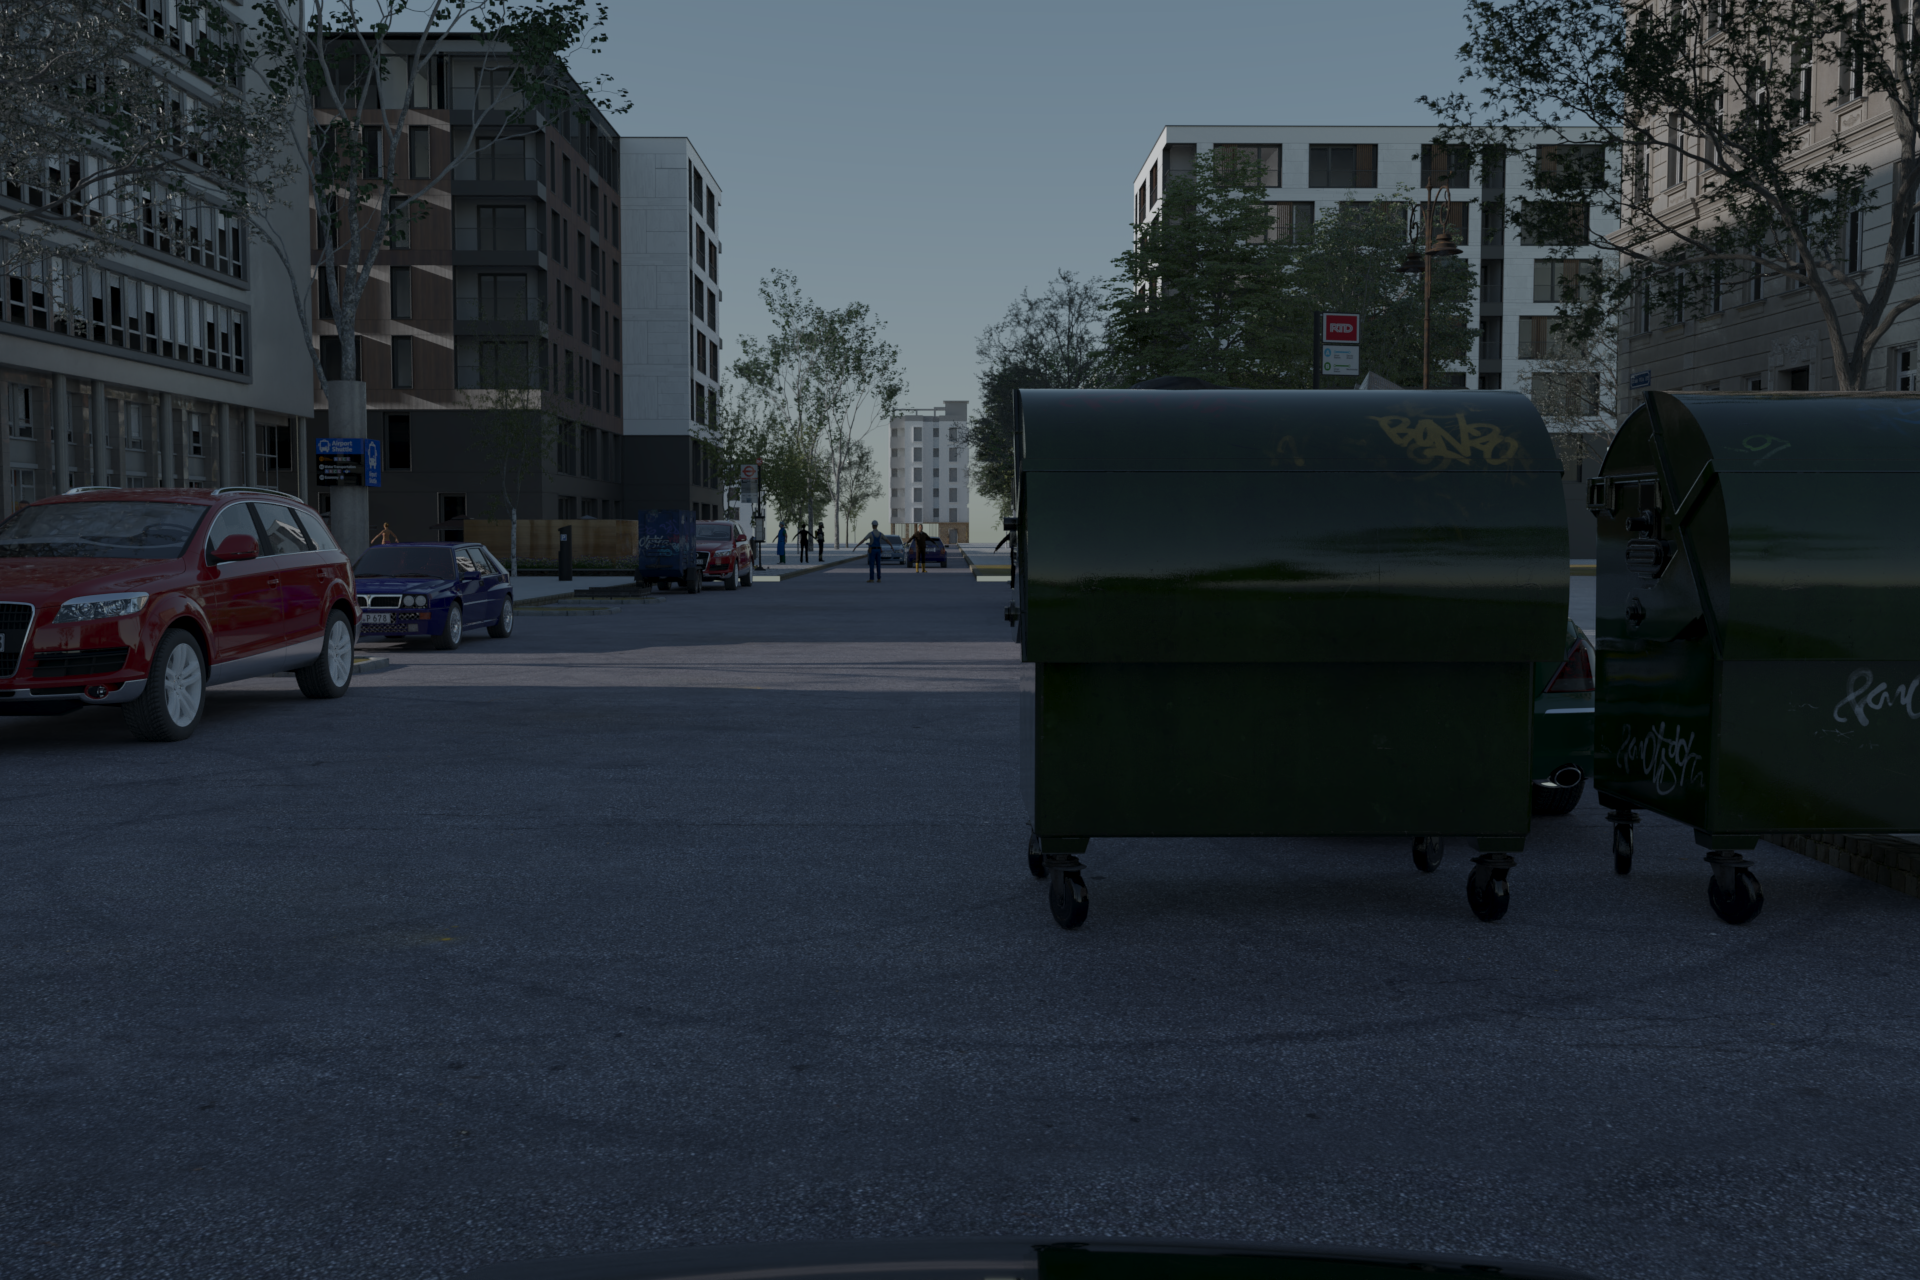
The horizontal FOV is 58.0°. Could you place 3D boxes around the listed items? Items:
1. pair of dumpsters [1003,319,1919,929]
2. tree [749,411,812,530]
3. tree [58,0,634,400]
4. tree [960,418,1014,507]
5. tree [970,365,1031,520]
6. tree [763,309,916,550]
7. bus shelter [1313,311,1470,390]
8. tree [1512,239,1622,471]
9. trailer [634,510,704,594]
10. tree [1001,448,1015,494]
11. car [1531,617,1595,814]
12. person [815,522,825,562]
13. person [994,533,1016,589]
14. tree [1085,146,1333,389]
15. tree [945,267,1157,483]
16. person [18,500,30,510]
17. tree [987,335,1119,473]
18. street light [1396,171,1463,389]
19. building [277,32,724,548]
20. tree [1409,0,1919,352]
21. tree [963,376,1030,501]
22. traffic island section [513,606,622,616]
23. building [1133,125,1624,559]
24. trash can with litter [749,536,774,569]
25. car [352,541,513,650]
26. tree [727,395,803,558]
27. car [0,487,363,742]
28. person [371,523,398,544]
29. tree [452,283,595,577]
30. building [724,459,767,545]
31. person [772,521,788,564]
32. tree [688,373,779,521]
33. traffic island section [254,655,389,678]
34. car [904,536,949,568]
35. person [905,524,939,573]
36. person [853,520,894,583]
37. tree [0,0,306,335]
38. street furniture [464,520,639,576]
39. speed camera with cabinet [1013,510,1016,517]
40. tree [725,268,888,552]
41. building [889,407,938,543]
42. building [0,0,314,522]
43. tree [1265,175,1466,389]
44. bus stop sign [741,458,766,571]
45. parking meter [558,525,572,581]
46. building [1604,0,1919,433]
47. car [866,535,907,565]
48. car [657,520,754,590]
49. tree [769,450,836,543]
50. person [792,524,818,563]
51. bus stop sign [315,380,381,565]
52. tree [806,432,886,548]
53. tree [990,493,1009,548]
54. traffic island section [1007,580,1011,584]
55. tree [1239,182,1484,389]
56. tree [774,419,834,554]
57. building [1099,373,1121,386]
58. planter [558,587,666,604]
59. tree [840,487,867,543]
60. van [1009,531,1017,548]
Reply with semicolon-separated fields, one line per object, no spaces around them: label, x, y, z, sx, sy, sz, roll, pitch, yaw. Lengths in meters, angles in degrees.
pair of dumpsters;2.386;-0.112;6.790;4.436;2.255;1.574;0;4;-1
tree;-10.569;-9.342;103.105;4.737;8.622;4.395;0;3;0
tree;-13.685;-11.219;39.314;12.611;20.169;13.585;0;3;0
tree;5.036;-14.479;147.105;12.009;13.543;11.850;0;3;0
tree;5.235;-13.436;126.335;9.857;13.997;8.962;0;3;0
tree;-9.938;-17.631;144.161;12.611;20.169;13.585;0;3;0
bus shelter;6.198;-3.137;28.929;2.179;5.291;8.768;0;4;0
tree;27.028;-9.690;68.809;12.009;13.543;11.850;0;3;0
trailer;-7.014;-2.080;41.064;1.471;1.999;3.904;0;4;0
tree;4.407;-9.666;108.393;4.737;8.622;4.395;0;3;0
car;2.239;0.092;10.293;2.131;1.459;4.920;0;4;0
person;-6.422;-4.560;80.343;0.705;1.856;1.354;0;4;-2
person;1.522;-2.272;45.537;1.347;1.837;0.705;1;4;15
tree;7.450;-8.170;51.708;7.486;12.596;7.792;0;3;0
tree;4.861;-10.307;78.882;12.009;13.543;11.850;0;3;0
person;-15.426;-1.384;28.542;0.709;1.838;0.599;-1;4;-16
tree;5.014;-10.050;90.068;9.928;11.665;9.643;0;3;0
street light;6.074;-3.045;22.570;0.468;5.910;1.993;0;4;0
building;-27.919;-14.872;87.137;27.936;21.610;32.646;0;4;-1
tree;8.581;-5.025;16.577;8.767;10.594;7.601;0;4;-6
tree;4.624;-10.101;99.565;8.767;10.594;7.601;-1;4;-20
traffic island section;-7.198;-0.514;31.275;1.991;0.108;1.994;0;4;0
building;23.975;-15.864;103.359;27.936;21.610;32.646;0;4;-1
trash can with litter;-7.487;-3.227;63.813;1.678;1.210;2.233;0;4;-1
car;-7.092;-0.615;22.635;1.945;1.354;3.894;0;3;0
tree;-10.709;-8.723;92.977;4.737;8.622;4.395;0;3;0
car;-6.400;-0.303;13.624;2.281;1.827;5.304;0;4;-1
person;-23.027;-3.829;69.410;0.721;1.733;1.217;3;4;38
tree;-13.463;-6.181;51.418;4.360;8.622;3.978;0;3;0
building;-27.643;-16.260;208.000;9.099;9.664;28.070;0;3;0
person;-7.583;-4.116;73.420;0.704;1.817;1.347;-2;4;-31
tree;-10.560;-7.948;80.306;4.737;8.622;4.395;0;3;0
traffic island section;-7.179;0.280;18.286;1.991;0.108;1.994;0;4;0
car;-1.433;-3.805;74.788;1.945;1.354;3.894;0;4;-1
person;-1.450;-3.421;64.533;1.346;1.812;0.704;-1;4;-21
person;-2.530;-2.629;51.305;1.347;1.847;0.705;-2;4;-28
tree;-12.845;-6.605;18.363;12.009;13.543;11.850;0;3;0
street furniture;-11.892;-2.909;54.421;11.010;1.723;9.812;0;4;0
speed camera with cabinet;2.334;-4.298;64.603;0.660;3.252;2.038;0;4;0
tree;-12.340;-16.521;126.000;12.611;20.169;13.585;0;3;0
building;-9.905;-23.885;249.394;11.380;20.090;16.016;0;4;4
building;-32.782;-14.365;42.467;19.016;26.051;41.698;0;3;0
tree;7.838;-5.271;36.542;4.360;8.622;3.978;0;3;0
bus stop sign;-7.248;-4.408;60.768;0.855;3.939;0.416;0;4;1
parking meter;-10.822;-2.388;47.462;0.372;1.533;0.369;0;3;0
building;27.510;-15.154;45.030;12.463;27.353;25.104;0;4;-1
car;-3.450;-4.285;82.065;2.014;1.417;4.499;0;4;-1
car;-6.692;-2.270;45.786;2.281;1.827;5.304;0;3;0
tree;-22.986;-21.039;250.646;9.857;13.997;8.962;0;3;0
person;-6.906;-4.299;77.003;1.216;1.740;0.721;1;4;11
bus stop sign;-10.586;-2.508;30.023;0.837;3.901;0.837;0;4;0
tree;-10.551;-13.734;158.964;8.767;10.594;7.601;1;4;19
tree;4.098;-12.574;155.939;4.360;8.622;3.978;0;3;0
traffic island section;2.355;-1.655;49.928;1.991;0.108;1.994;0;4;0
tree;14.401;-9.612;63.815;9.857;13.997;8.962;0;3;0
tree;-10.355;-9.869;111.725;4.737;8.622;4.395;0;3;0
building;23.120;-20.289;198.188;16.747;18.905;31.486;0;4;-1
planter;-7.231;-0.928;36.313;1.991;0.319;1.994;0;4;-1
tree;-15.379;-18.305;249.641;4.737;8.622;4.395;0;3;0
van;2.152;-1.838;34.435;2.240;2.365;5.245;0;4;-1
